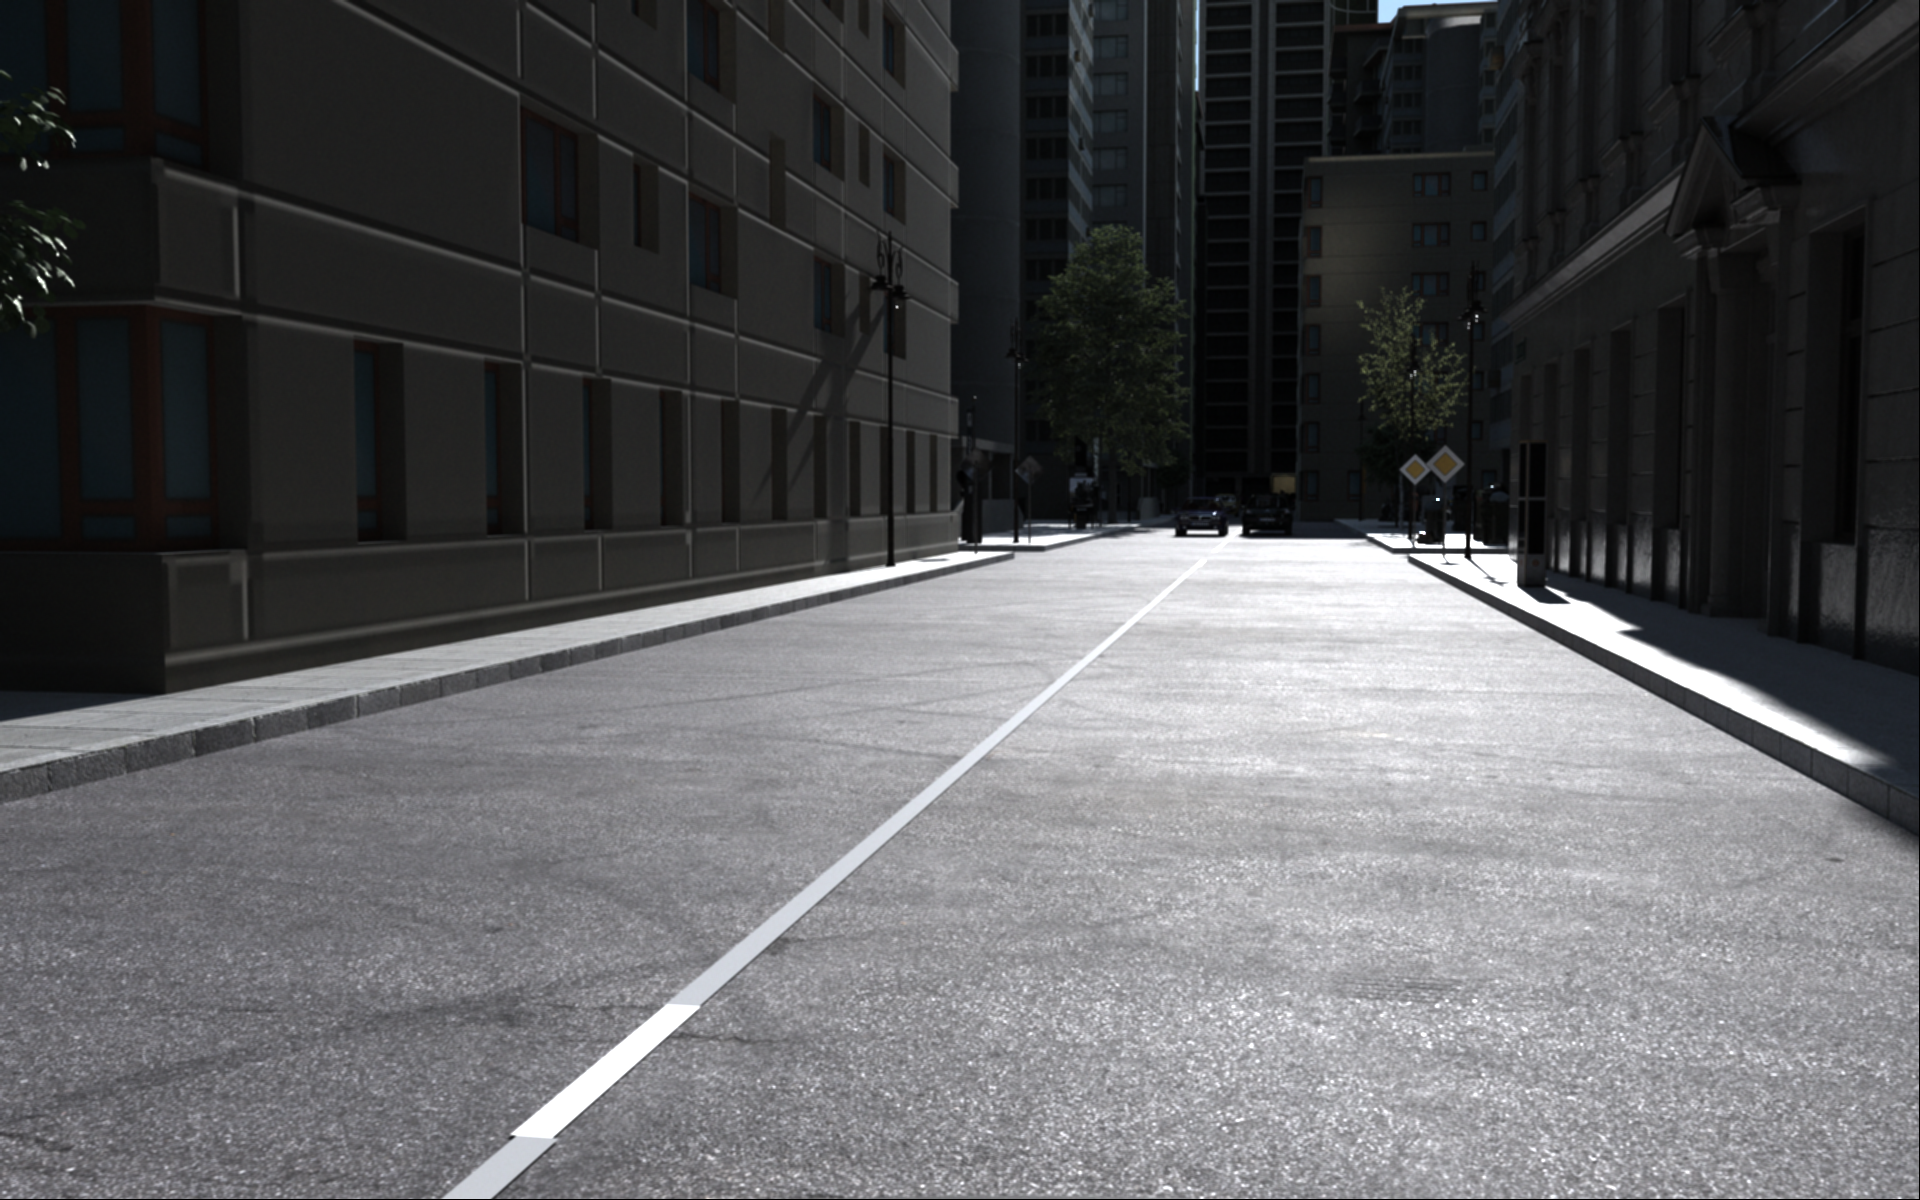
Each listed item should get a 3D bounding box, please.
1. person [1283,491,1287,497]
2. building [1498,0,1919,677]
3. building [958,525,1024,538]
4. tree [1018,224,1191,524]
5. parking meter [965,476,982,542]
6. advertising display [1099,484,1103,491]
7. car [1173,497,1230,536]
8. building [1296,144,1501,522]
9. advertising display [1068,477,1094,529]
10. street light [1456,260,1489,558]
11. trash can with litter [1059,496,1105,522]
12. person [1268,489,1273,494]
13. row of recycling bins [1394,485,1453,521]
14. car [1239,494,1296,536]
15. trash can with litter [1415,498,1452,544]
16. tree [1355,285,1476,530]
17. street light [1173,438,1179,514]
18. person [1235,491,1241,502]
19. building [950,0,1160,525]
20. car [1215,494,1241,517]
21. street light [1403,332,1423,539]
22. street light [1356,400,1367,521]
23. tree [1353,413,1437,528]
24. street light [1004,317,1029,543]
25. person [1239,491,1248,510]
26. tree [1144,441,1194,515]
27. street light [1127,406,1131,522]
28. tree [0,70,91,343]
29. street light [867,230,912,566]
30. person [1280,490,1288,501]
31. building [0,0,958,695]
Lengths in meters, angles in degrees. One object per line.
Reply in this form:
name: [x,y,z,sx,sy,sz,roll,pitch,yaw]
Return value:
person: [26.040,-7.948,139.376,0.541,1.710,0.530,1,4,23]
building: [14.658,-14.334,10.779,17.030,29.872,44.131,1,4,10]
building: [-14.766,-22.424,58.519,32.217,40.220,23.993,1,4,10]
tree: [6.107,-9.513,73.663,7.486,12.596,7.792,0,3,0]
parking meter: [0.364,-2.438,45.573,0.399,1.863,0.255,3,4,36]
advertising display: [9.399,-6.758,115.701,0.123,1.923,0.974,1,4,18]
car: [8.439,-2.918,60.293,1.945,1.354,3.894,1,4,10]
building: [33.833,-15.637,100.707,27.650,21.520,28.899,1,4,10]
advertising display: [4.462,-3.584,63.811,0.974,1.923,0.123,0,4,-7]
street light: [10.152,-3.771,34.444,0.468,5.910,1.993,1,4,10]
trash can with litter: [5.660,-4.163,79.117,2.233,1.210,1.678,1,4,14]
person: [23.729,-7.583,132.446,1.348,1.831,0.705,2,4,26]
row of recycling bins: [22.425,-4.597,82.268,3.534,1.692,1.069,1,4,18]
car: [10.847,-3.138,61.094,2.009,1.686,4.222,1,4,10]
trash can with litter: [12.217,-2.040,44.749,0.624,1.170,1.055,3,4,39]
tree: [15.653,-6.750,60.731,4.360,8.622,3.978,0,3,0]
street light: [14.186,-8.605,113.482,0.468,5.910,1.993,1,4,10]
person: [28.707,-10.435,179.823,1.217,1.736,0.721,3,4,36]
building: [-5.730,-24.564,93.503,32.217,40.220,23.993,1,4,10]
car: [16.634,-6.020,108.657,2.015,1.641,3.980,1,4,10]
street light: [12.923,-4.694,49.527,0.468,5.910,1.993,1,4,10]
street light: [19.159,-6.724,82.727,0.468,5.910,1.993,1,4,10]
tree: [16.900,-5.092,66.962,4.285,4.588,4.351,0,3,0]
street light: [1.481,-4.446,45.479,0.468,5.910,1.993,1,4,10]
person: [26.236,-9.254,160.492,0.721,1.739,1.217,-2,4,-35]
tree: [12.847,-7.586,107.739,4.285,4.588,4.351,0,3,0]
street light: [7.755,-6.509,79.211,0.468,5.910,1.993,1,4,10]
tree: [-6.203,-1.503,8.287,4.285,4.588,4.351,0,3,0]
street light: [-1.229,-3.536,30.605,0.468,5.910,1.993,1,4,10]
person: [23.199,-7.101,125.321,1.217,1.735,0.721,-1,4,-20]
building: [-16.764,-11.105,26.612,28.899,21.520,27.650,1,4,10]
